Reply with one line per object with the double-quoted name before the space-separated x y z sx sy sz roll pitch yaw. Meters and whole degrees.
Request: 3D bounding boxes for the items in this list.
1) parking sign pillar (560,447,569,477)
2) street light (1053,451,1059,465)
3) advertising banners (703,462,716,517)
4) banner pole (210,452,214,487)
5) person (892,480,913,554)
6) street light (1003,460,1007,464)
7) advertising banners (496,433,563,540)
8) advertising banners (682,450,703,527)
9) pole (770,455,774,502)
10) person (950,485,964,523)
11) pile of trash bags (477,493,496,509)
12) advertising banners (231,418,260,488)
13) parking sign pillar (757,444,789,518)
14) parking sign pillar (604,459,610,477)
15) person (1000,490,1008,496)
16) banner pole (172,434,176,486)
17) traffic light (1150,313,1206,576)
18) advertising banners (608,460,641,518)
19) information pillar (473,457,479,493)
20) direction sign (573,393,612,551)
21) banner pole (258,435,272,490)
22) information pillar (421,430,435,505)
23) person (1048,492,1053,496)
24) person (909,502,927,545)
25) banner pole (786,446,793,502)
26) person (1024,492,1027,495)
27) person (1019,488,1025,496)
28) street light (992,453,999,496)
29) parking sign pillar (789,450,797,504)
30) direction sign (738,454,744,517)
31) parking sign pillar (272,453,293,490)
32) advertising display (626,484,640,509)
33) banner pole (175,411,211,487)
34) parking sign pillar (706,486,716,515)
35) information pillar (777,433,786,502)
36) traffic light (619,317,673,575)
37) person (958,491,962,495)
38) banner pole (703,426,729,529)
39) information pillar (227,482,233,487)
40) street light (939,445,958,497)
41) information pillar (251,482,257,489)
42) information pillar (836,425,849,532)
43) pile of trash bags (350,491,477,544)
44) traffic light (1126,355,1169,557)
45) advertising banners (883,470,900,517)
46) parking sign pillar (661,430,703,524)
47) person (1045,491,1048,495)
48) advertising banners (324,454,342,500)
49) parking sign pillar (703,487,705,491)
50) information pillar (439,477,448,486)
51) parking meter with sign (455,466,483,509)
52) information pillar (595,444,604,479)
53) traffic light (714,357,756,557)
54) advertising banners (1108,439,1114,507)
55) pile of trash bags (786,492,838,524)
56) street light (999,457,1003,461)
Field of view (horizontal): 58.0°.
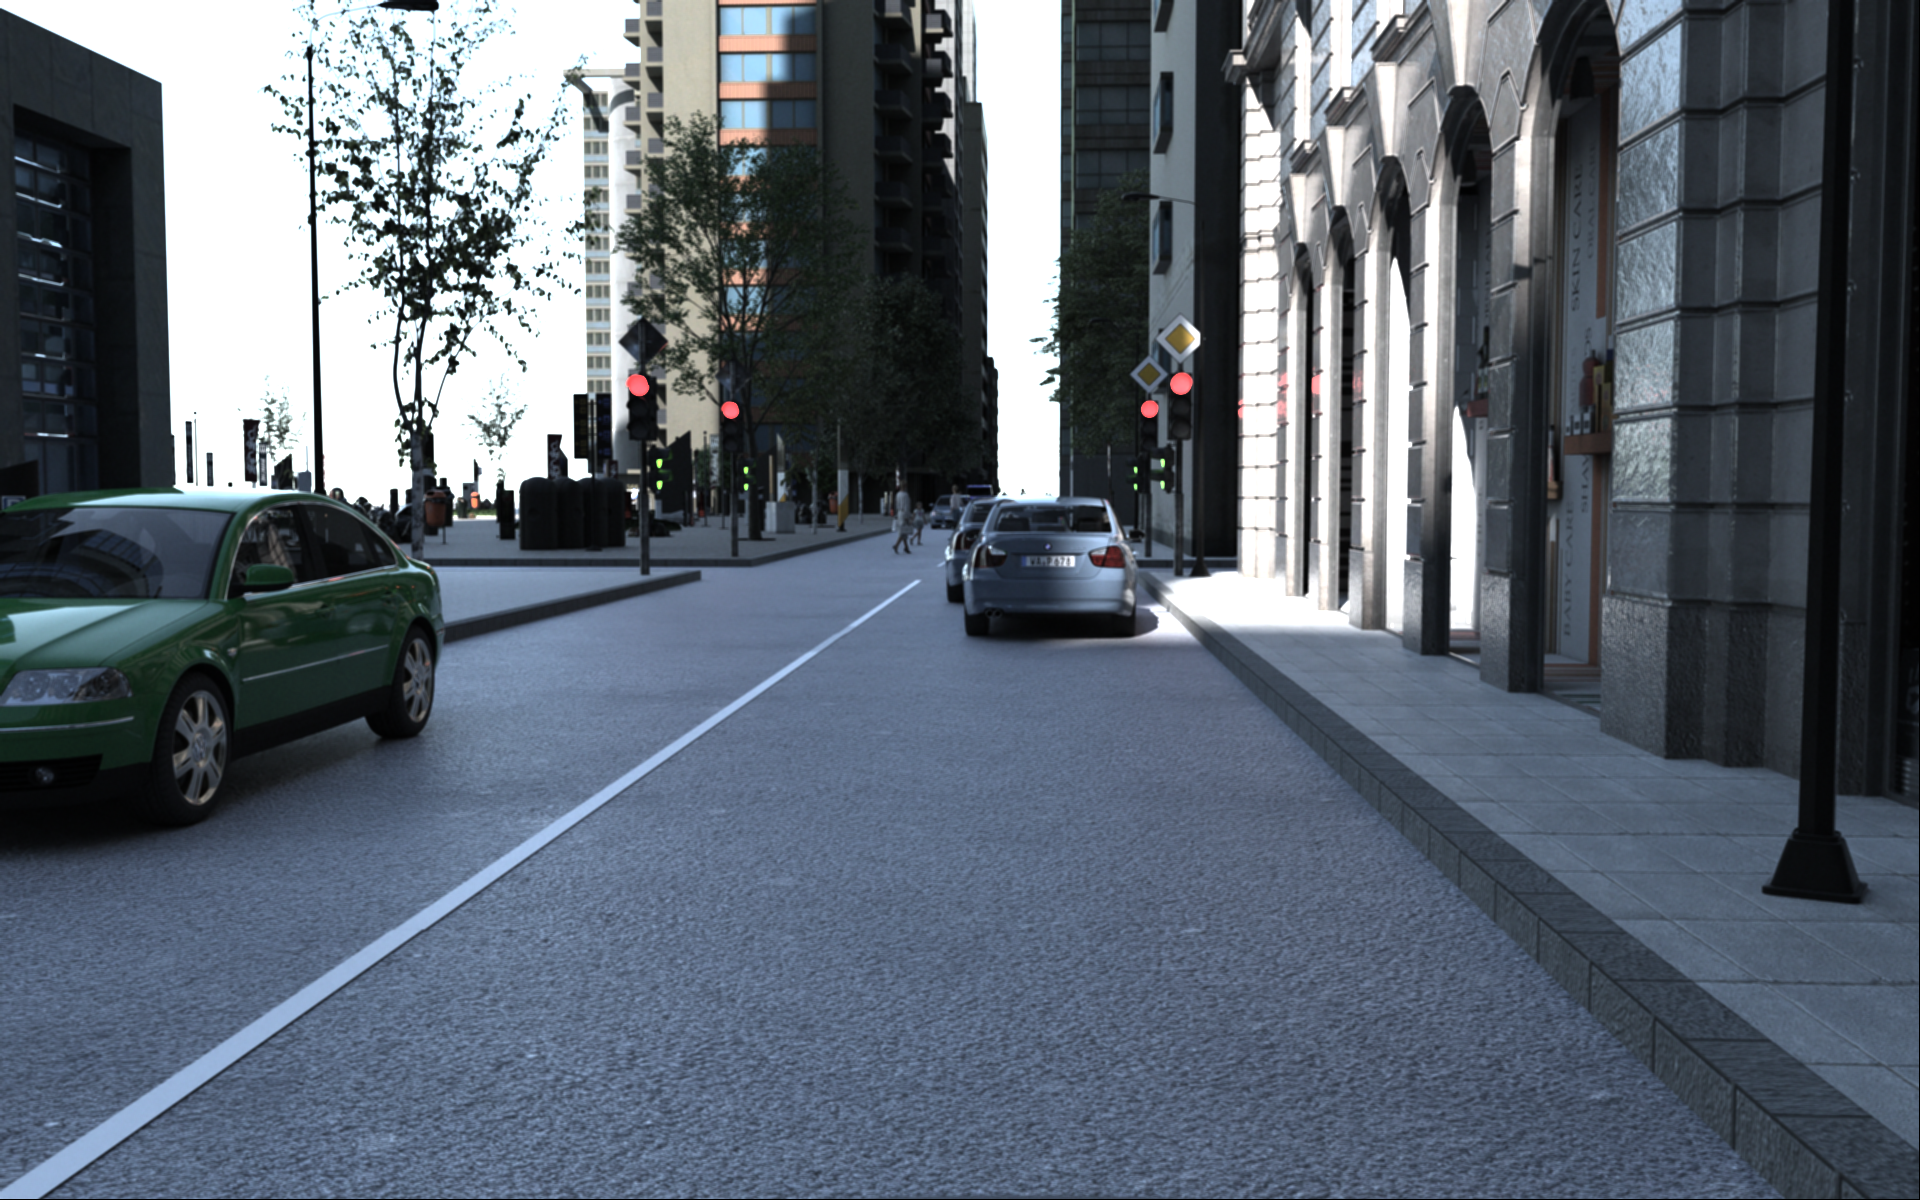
"parking sign pillar" -20.712 -6.183 89.557 1.447 3.967 1.447 -3 5 -39
"street light" 11.061 -13.060 186.074 1.470 5.913 1.316 0 4 3
"advertising banners" -14.235 -6.057 95.213 2.074 3.025 0.090 1 4 21
"banner pole" -39.141 -6.121 90.089 0.401 3.779 0.863 2 4 31
"person" -1.406 -2.006 41.658 0.624 1.780 0.694 -1 4 -23
"street light" 5.385 -16.205 237.493 1.470 5.913 1.316 0 4 3
"advertising banners" -12.247 -3.255 49.403 2.074 3.025 0.090 -3 5 -39
"advertising banners" -10.655 -4.429 68.604 0.090 3.025 2.074 0 4 8
"pole" -9.936 -5.970 91.447 0.158 3.312 0.155 0 3 0
"person" 0.012 -3.013 58.437 0.598 1.740 0.731 1 4 18
"pile of trash bags" -28.514 -5.786 104.351 1.912 1.369 3.447 1 4 10
"advertising banners" -16.700 -2.646 39.451 0.090 3.025 2.074 2 4 24
"parking sign pillar" -10.232 -6.359 92.449 1.447 3.967 1.447 1 4 19
"parking sign pillar" -22.670 -7.488 110.904 1.447 3.967 1.447 0 4 -3
"person" 4.079 -9.181 158.595 1.348 1.826 0.705 1 4 20
"banner pole" -28.925 -4.494 63.488 0.401 3.779 0.863 0 4 3
"traffic light" 3.406 -2.332 27.055 0.839 4.253 0.868 0 4 3
"advertising banners" -17.215 -5.722 89.737 2.074 3.025 0.090 -2 4 -28
"information pillar" -30.926 -7.297 110.660 0.183 3.616 0.504 1 4 21
"direction sign" -8.261 -2.873 38.976 0.876 3.537 0.379 0 4 5
"banner pole" -29.361 -5.096 73.333 0.401 3.779 0.863 2 4 30
"information pillar" -17.143 -3.938 55.747 0.183 3.616 0.504 3 5 43
"person" 12.090 -13.613 231.601 0.617 1.759 0.750 1 4 16
"person" -1.165 -2.160 48.824 0.505 1.210 0.382 -3 5 -44
"banner pole" -8.858 -6.044 88.830 0.863 3.779 0.401 1 4 14
"person" 8.371 -12.767 217.963 0.721 1.743 1.217 2 4 24
"person" 3.671 -5.778 103.236 0.850 1.792 0.678 1 4 10
"street light" 3.316 -13.608 195.030 1.470 5.913 1.316 0 4 3
"parking sign pillar" -10.116 -6.999 102.912 1.447 3.967 1.447 -2 4 -27
"direction sign" -12.286 -6.426 97.070 0.379 3.537 0.876 -2 4 -23
"parking sign pillar" -43.808 -7.557 112.030 1.447 3.967 1.447 2 4 32
"advertising display" -20.769 -6.419 110.158 0.974 1.923 0.123 2 4 24
"banner pole" -23.019 -3.789 51.967 0.401 3.779 0.863 0 4 4
"parking sign pillar" -15.570 -7.135 105.135 1.447 3.967 1.447 1 4 17
"information pillar" -6.841 -4.590 66.401 0.183 3.616 0.504 -3 5 -41
"traffic light" -4.996 -2.356 27.445 0.839 4.253 0.868 0 4 3
"person" -0.017 -6.043 109.105 0.330 1.601 0.589 0 4 7
"banner pole" -8.900 -4.510 63.754 0.863 3.779 0.401 2 4 35
"information pillar" -43.103 -5.983 102.321 0.304 2.012 0.304 -2 4 -29
"street light" -0.750 -8.561 112.521 1.470 5.913 1.316 0 4 3
"information pillar" -27.370 -4.634 67.124 0.183 3.616 0.504 -2 4 -35
"information pillar" -4.009 -4.156 59.301 0.183 3.616 0.504 2 4 35
"pile of trash bags" -14.596 -2.163 45.113 3.447 1.369 1.912 2 4 32
"traffic light" 3.792 -2.820 35.031 0.839 4.253 0.868 0 4 3
"advertising banners" -3.890 -6.288 98.988 0.090 3.025 2.074 -2 4 -28
"parking sign pillar" -12.029 -5.213 73.711 1.447 3.967 1.447 1 4 13
"person" 12.615 -14.985 253.139 1.348 1.869 0.705 -3 4 -36
"advertising banners" -27.328 -4.837 75.278 0.090 3.025 2.074 -3 5 -42
"parking sign pillar" -13.089 -5.730 82.165 1.447 3.967 1.447 0 4 7
"information pillar" -22.217 -4.282 74.504 0.304 2.012 0.304 -2 4 -32
"parking meter with sign" -31.147 -6.938 109.698 1.738 3.016 0.543 1 4 12
"information pillar" -14.203 -4.705 68.281 0.183 3.616 0.504 2 4 24
"traffic light" -4.610 -2.844 35.420 0.839 4.253 0.868 0 4 3
"advertising banners" 4.762 -3.578 54.681 0.090 3.025 2.074 0 4 2
"pile of trash bags" -6.269 -3.930 74.009 3.447 1.369 1.912 3 5 42
"street light" 4.271 -14.908 216.282 1.470 5.913 1.316 0 4 3
